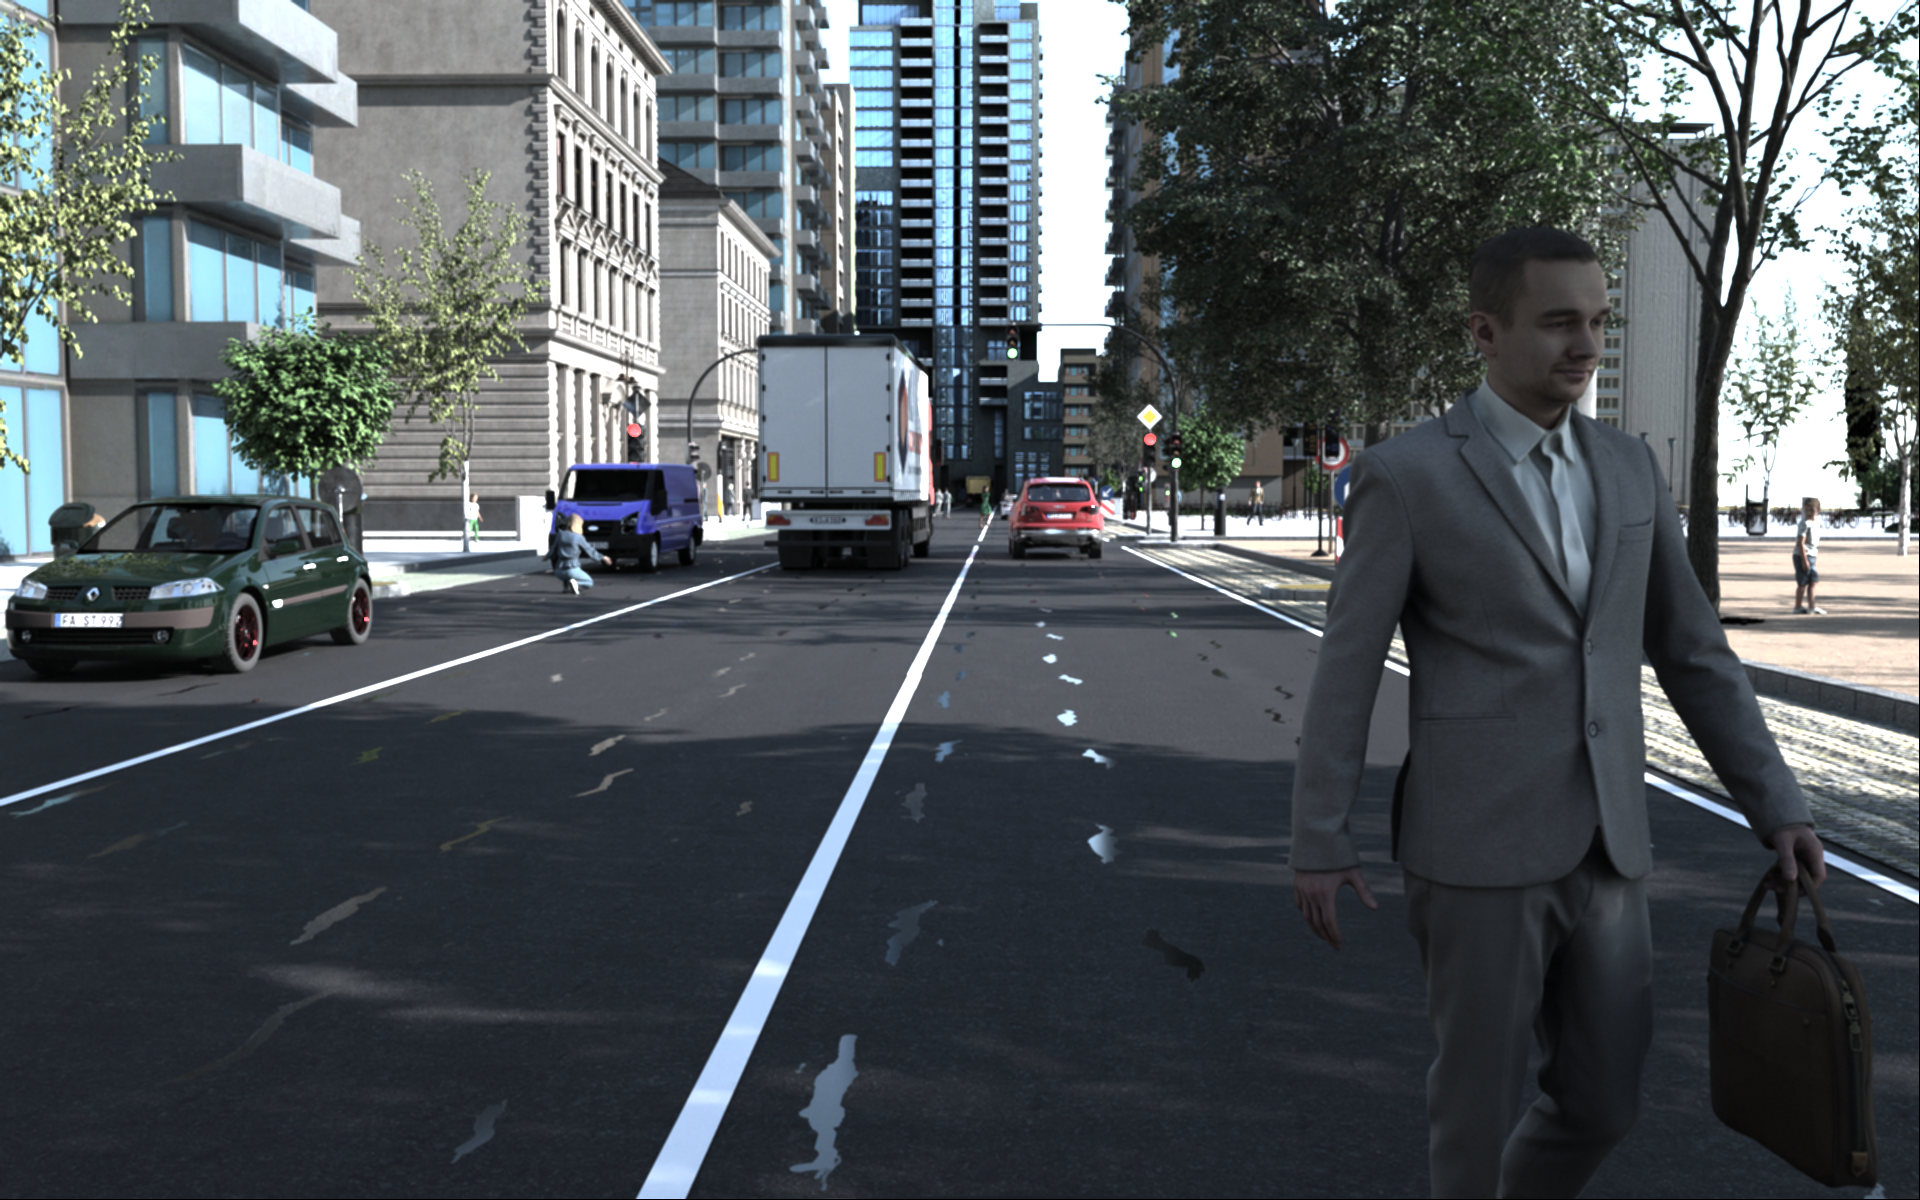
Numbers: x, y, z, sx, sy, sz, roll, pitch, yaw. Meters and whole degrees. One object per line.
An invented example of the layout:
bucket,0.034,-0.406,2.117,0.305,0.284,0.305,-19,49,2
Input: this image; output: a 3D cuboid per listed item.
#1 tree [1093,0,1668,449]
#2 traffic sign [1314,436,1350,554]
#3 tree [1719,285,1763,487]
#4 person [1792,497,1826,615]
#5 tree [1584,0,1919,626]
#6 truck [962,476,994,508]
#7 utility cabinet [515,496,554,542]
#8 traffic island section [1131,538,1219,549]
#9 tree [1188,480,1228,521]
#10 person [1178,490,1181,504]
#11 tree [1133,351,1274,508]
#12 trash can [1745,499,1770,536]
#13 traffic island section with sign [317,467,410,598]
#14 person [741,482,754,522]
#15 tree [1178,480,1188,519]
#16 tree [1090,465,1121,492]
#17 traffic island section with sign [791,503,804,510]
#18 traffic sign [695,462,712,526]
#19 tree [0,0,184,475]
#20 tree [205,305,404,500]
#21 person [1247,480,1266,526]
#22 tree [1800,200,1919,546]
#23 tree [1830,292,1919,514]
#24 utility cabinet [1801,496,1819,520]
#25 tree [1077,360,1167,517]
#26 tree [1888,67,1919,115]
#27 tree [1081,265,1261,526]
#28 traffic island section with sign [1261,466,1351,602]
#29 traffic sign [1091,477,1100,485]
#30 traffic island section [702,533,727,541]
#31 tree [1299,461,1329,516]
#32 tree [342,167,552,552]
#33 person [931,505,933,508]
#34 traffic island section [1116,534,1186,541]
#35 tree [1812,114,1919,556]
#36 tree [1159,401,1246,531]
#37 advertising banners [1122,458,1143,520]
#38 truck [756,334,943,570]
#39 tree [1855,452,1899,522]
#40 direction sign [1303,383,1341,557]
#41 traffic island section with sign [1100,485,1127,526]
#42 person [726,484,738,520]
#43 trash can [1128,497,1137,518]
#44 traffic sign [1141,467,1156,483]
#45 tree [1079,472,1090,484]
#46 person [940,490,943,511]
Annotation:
tree,7.227,-7.544,29.996,9.857,13.997,8.962,0,3,0
traffic sign,7.928,-2.256,36.991,0.768,2.556,0.104,0,4,8
tree,26.915,-6.558,57.585,4.737,8.622,4.395,0,3,0
person,9.067,-0.474,18.477,0.332,1.250,0.352,0,4,4
tree,7.599,-5.582,17.013,9.928,11.665,9.643,0,3,0
truck,1.954,-11.701,187.227,3.469,3.379,9.791,0,4,0
utility cabinet,-11.471,-2.182,46.829,1.020,1.237,0.306,-3,5,-40
traffic island section,5.742,-1.469,46.300,2.009,0.180,2.903,0,4,1
tree,12.125,-5.449,83.691,1.663,3.219,1.824,0,3,0
person,9.847,-4.475,79.558,0.601,1.785,0.444,0,4,2
tree,17.238,-13.035,123.496,12.009,13.543,11.850,0,3,0
trash can,24.540,-2.549,53.328,0.748,1.137,0.748,0,3,0
traffic island section with sign,-8.909,-0.966,24.415,1.989,1.847,2.006,0,4,1
person,-9.809,-4.522,79.750,0.659,1.850,0.755,-2,4,-32
tree,11.885,-5.914,91.288,1.663,3.219,1.824,0,3,0
tree,9.840,-7.349,114.751,1.663,3.219,1.824,0,3,0
traffic island section with sign,-7.548,-4.397,80.518,1.989,1.847,2.006,0,4,1
traffic sign,-10.342,-4.243,69.483,0.768,2.556,0.104,0,4,6
tree,-11.296,-4.249,19.839,4.737,8.622,4.395,0,3,0
tree,-11.362,-2.838,30.119,4.285,4.588,4.351,0,3,0
person,11.915,-3.907,69.836,0.836,1.842,0.656,3,4,38
tree,23.217,-5.648,42.705,4.360,8.622,3.978,0,3,0
tree,62.628,-12.772,110.636,13.155,14.587,18.604,-1,4,-19
utility cabinet,22.767,-2.155,46.402,0.306,1.237,1.020,1,4,18
tree,9.314,-8.920,96.206,4.360,8.622,3.978,0,3,0
tree,17.285,-4.886,30.254,4.737,8.622,4.395,0,3,0
tree,8.304,-8.265,69.548,8.767,10.594,7.601,3,5,42
traffic island section with sign,5.203,-0.928,23.794,1.989,1.847,2.006,0,4,1
traffic sign,10.025,-7.817,127.915,0.768,2.556,0.104,0,4,3
traffic island section,-8.501,-1.979,54.638,2.009,0.180,2.903,0,4,1
tree,20.791,-6.533,101.423,1.663,3.219,1.824,0,3,0
tree,-11.243,-5.379,38.315,4.737,8.622,4.395,0,3,0
person,-2.820,-10.380,178.663,0.568,1.767,0.683,0,4,-5
traffic island section,5.936,-1.957,54.282,2.009,0.180,2.903,0,4,1
tree,19.695,-5.235,35.953,4.737,8.622,4.395,0,3,0
tree,8.585,-4.727,60.994,4.285,4.588,4.351,0,3,0
advertising banners,8.523,-5.461,85.481,0.090,3.025,2.074,-1,4,-22
truck,-2.053,-2.882,36.035,2.839,4.237,11.283,0,4,3
tree,41.723,-5.169,79.116,1.663,3.219,1.824,0,3,0
direction sign,7.424,-2.667,35.609,0.379,3.537,0.876,-3,5,-43
traffic island section with sign,6.540,-4.296,78.874,1.989,1.847,2.006,0,4,1
person,-11.514,-4.941,87.007,0.537,1.800,0.526,3,5,42
trash can,8.895,-4.801,90.146,0.748,1.137,0.748,0,3,0
traffic sign,8.763,-4.933,80.766,0.768,2.556,0.104,0,4,6
tree,10.835,-9.467,149.385,1.663,3.219,1.824,0,3,0
person,-1.627,-8.714,150.940,0.705,1.831,1.348,-2,4,-25
